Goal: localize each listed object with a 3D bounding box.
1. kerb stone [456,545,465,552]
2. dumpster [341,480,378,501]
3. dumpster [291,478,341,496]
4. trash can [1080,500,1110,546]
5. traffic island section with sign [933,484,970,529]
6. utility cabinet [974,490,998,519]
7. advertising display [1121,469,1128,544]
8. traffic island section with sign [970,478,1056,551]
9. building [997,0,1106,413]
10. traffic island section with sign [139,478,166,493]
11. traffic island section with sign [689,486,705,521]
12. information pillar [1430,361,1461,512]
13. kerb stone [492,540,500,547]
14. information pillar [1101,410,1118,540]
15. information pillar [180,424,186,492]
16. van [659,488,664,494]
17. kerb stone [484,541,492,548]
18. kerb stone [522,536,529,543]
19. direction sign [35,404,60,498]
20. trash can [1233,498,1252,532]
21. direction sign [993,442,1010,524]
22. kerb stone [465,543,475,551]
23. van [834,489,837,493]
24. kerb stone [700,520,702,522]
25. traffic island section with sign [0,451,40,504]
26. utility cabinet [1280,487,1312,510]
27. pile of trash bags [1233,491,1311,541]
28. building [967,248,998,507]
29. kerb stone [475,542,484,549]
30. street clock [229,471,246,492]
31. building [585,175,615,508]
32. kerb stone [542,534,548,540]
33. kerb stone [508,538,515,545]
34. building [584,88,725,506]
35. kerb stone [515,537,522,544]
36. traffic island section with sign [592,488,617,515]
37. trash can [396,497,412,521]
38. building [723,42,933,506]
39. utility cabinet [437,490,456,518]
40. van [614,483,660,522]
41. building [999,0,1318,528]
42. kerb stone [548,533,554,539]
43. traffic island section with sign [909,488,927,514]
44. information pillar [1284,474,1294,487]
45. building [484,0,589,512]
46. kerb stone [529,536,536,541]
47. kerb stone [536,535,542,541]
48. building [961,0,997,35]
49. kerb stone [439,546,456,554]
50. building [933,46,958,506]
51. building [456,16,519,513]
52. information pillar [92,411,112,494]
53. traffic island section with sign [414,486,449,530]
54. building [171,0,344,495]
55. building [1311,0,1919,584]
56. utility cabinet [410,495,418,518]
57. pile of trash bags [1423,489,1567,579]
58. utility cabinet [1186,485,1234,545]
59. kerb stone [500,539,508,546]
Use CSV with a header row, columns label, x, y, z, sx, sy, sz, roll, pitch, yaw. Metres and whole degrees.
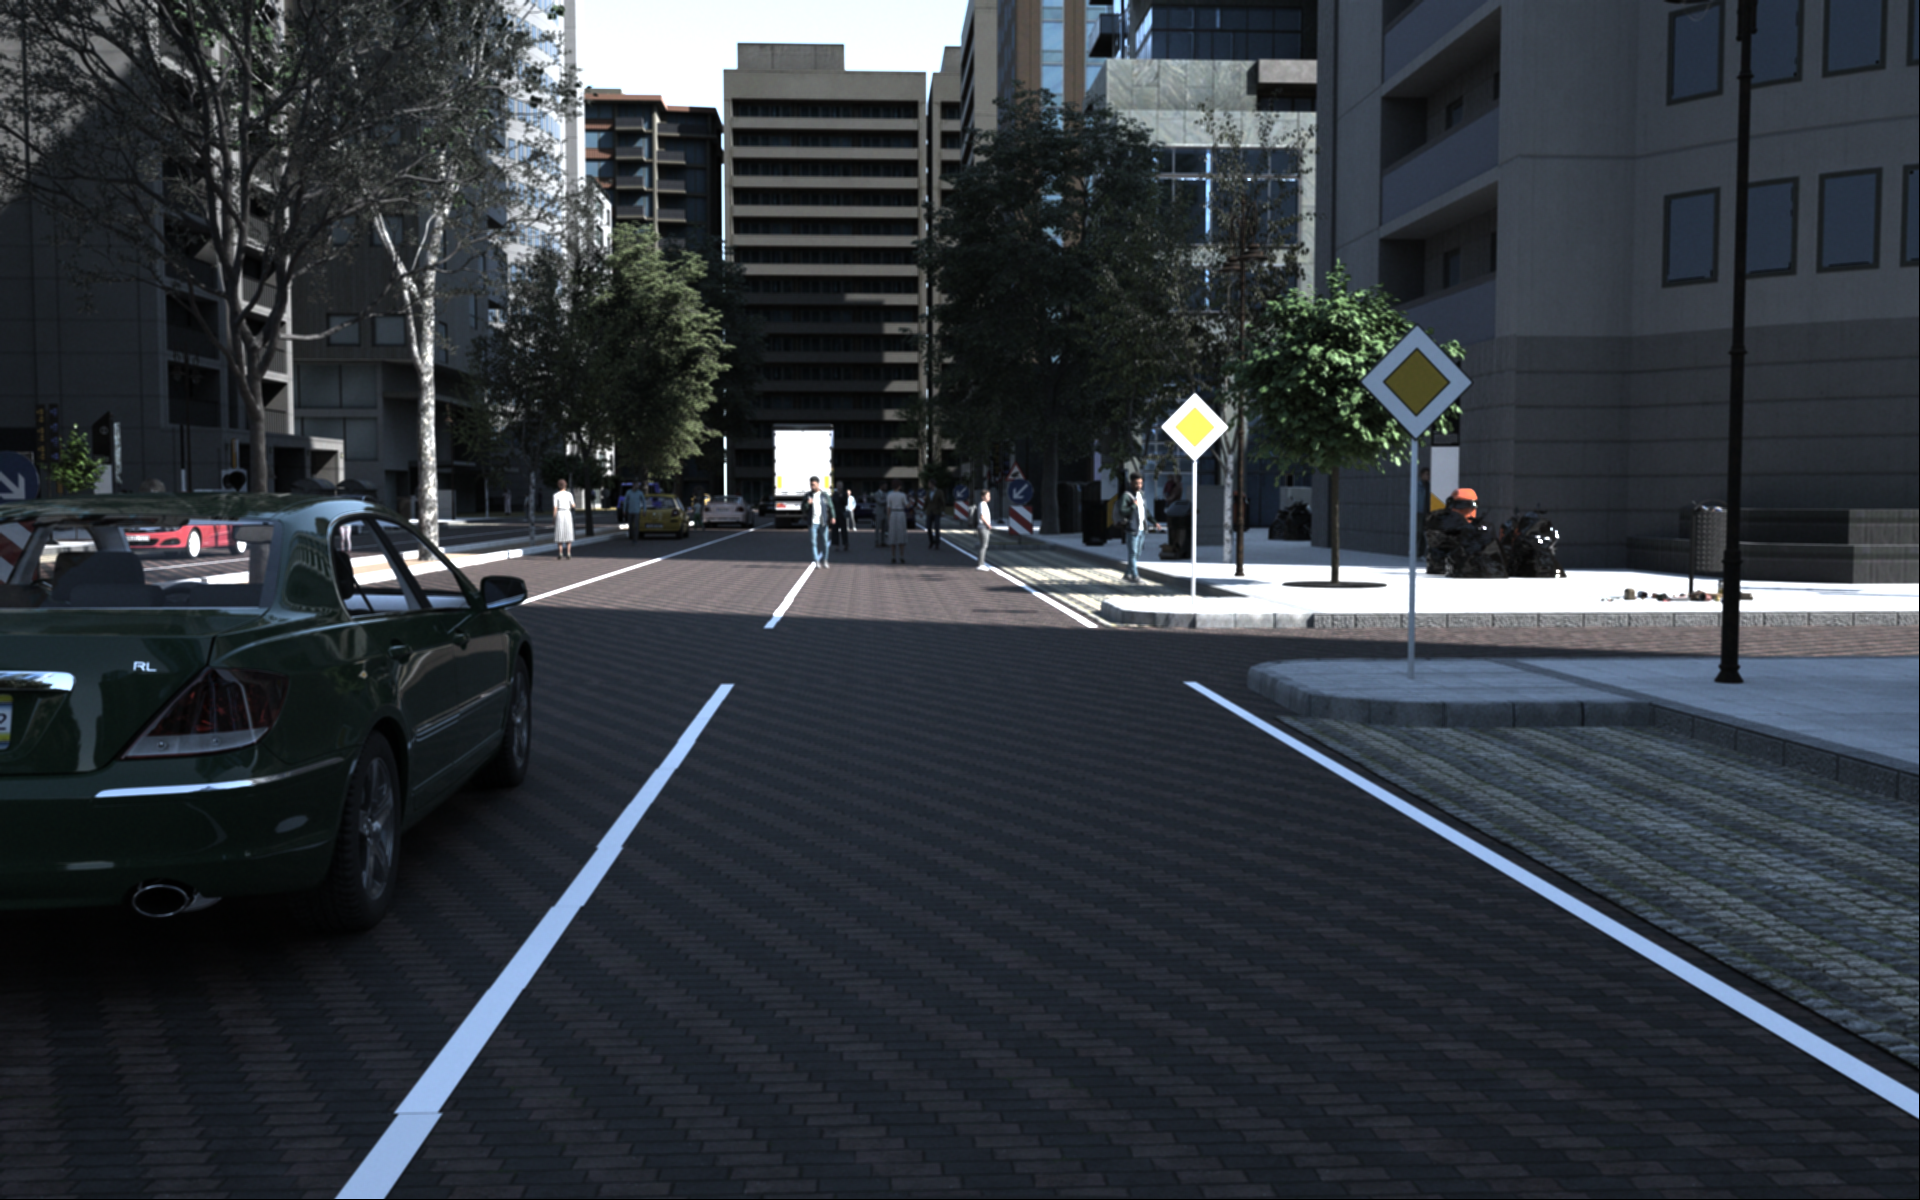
label,x,y,z,sx,sy,sz,roll,pitch,yaw
kerb stone,-12.459,-1.260,42.790,0.120,0.150,1.000,0,4,-3
dumpster,-24.296,-3.914,69.755,1.264,1.857,1.865,0,4,-3
dumpster,-24.132,-3.601,64.628,1.264,1.857,1.865,0,4,-3
trash can,3.349,-1.918,43.020,0.748,1.137,0.748,0,3,0
traffic island section with sign,-0.093,-3.843,71.467,1.989,1.847,2.006,0,4,-3
utility cabinet,1.305,-4.731,86.033,1.173,1.500,0.318,-2,4,-24
advertising display,4.256,-2.424,44.842,0.123,1.923,0.974,1,4,10
traffic island section with sign,1.378,-2.197,44.552,1.989,1.847,2.006,0,4,-3
building,9.762,-28.086,109.320,14.600,45.320,14.200,0,4,-3
traffic island section with sign,-20.405,-2.124,43.357,1.989,1.847,2.006,0,4,-3
traffic island section with sign,-14.216,-5.249,93.962,2.006,1.907,1.989,0,4,-3
information pillar,8.469,-2.376,30.200,0.504,3.616,0.183,0,4,4
kerb stone,-12.680,-1.510,46.885,0.120,0.150,1.000,0,4,-3
information pillar,4.168,-3.493,48.469,0.504,3.616,0.183,0,4,3
information pillar,-26.053,-4.083,58.112,0.183,3.616,0.504,-1,4,-19
van,-22.220,-7.206,124.832,2.013,2.044,4.112,0,4,-3
kerb stone,-12.629,-1.445,45.864,0.120,0.150,1.000,0,4,-3
kerb stone,-12.915,-1.760,50.990,0.120,0.150,1.000,0,4,-3
direction sign,-22.943,-3.157,43.621,0.876,3.537,0.379,2,4,28
trash can,9.583,-2.906,59.170,0.748,1.137,0.748,0,3,0
direction sign,1.779,-5.065,74.815,0.876,3.537,0.379,3,4,36
kerb stone,-12.520,-1.320,43.819,0.120,0.150,1.000,0,4,-3
van,-9.917,-7.800,134.547,2.013,2.044,4.112,0,4,-2
kerb stone,-12.557,-3.711,82.867,0.120,0.150,1.000,0,4,-3
traffic island section with sign,-10.088,-0.661,18.936,2.006,1.907,1.989,0,4,-3
utility cabinet,10.111,-2.653,52.059,1.173,1.500,0.318,-3,5,-40
pile of trash bags,9.129,-2.365,48.428,3.447,1.369,1.912,0,3,0
building,15.177,-17.585,132.555,27.650,21.520,28.899,0,4,-3
kerb stone,-12.571,-1.384,44.839,0.120,0.150,1.000,0,4,-3
street clock,-23.100,-3.110,55.420,0.471,2.002,0.358,0,4,-5
building,-39.374,-23.686,158.967,14.107,30.474,14.160,0,4,-3
kerb stone,-13.085,-1.944,54.058,0.120,0.150,1.000,0,4,-3
kerb stone,-12.798,-1.633,48.934,0.120,0.150,1.000,0,4,-3
building,-40.401,-32.725,189.685,28.867,44.769,22.147,0,4,-3
kerb stone,-12.857,-1.699,49.966,0.120,0.150,1.000,0,4,-3
traffic island section with sign,-24.631,-6.836,120.397,1.989,1.847,2.006,0,4,-3
trash can,-26.456,-4.330,82.442,0.748,1.137,0.748,0,3,0
building,-14.513,-34.680,190.717,21.600,48.544,21.300,0,4,-3
utility cabinet,-27.122,-5.041,91.093,1.173,1.500,0.318,1,4,13
van,-16.795,-5.280,90.712,2.240,2.365,5.245,0,4,-5
building,14.128,-46.836,78.436,22.319,86.520,31.000,0,4,-3
kerb stone,-13.143,-2.010,55.095,0.120,0.150,1.000,0,4,-3
traffic island section with sign,-2.836,-6.908,121.580,1.989,1.847,2.006,0,4,-3
information pillar,12.099,-3.622,63.719,0.304,2.012,0.304,0,4,-1
building,-41.863,-36.216,134.123,21.231,58.520,28.212,0,4,-3
kerb stone,-12.968,-1.824,52.017,0.120,0.150,1.000,0,4,-3
kerb stone,-13.029,-1.886,53.037,0.120,0.150,1.000,0,4,-3
building,11.265,-32.619,157.021,21.300,48.544,21.600,0,4,-3
kerb stone,-12.406,-1.197,41.763,0.120,0.150,1.000,0,4,-3
building,7.045,-34.764,192.086,21.600,48.544,21.300,0,4,-3
building,-43.579,-31.602,105.928,28.713,52.752,27.495,0,4,-3
information pillar,-24.103,-3.509,48.724,0.504,3.616,0.183,0,4,-5
traffic island section with sign,-21.881,-3.770,70.272,1.989,1.847,2.006,0,4,-3
building,-37.813,-38.719,71.305,20.563,71.187,20.611,0,4,-3
building,23.174,-30.036,33.085,28.212,58.520,21.231,0,4,-3
utility cabinet,-29.337,-5.016,93.171,0.306,1.237,1.020,-1,4,-9
pile of trash bags,8.388,-1.104,27.799,1.912,1.369,3.447,0,4,2
utility cabinet,6.210,-2.106,43.108,1.173,1.500,0.318,-1,4,-21
kerb stone,-12.743,-1.573,47.913,0.120,0.150,1.000,0,4,-3
